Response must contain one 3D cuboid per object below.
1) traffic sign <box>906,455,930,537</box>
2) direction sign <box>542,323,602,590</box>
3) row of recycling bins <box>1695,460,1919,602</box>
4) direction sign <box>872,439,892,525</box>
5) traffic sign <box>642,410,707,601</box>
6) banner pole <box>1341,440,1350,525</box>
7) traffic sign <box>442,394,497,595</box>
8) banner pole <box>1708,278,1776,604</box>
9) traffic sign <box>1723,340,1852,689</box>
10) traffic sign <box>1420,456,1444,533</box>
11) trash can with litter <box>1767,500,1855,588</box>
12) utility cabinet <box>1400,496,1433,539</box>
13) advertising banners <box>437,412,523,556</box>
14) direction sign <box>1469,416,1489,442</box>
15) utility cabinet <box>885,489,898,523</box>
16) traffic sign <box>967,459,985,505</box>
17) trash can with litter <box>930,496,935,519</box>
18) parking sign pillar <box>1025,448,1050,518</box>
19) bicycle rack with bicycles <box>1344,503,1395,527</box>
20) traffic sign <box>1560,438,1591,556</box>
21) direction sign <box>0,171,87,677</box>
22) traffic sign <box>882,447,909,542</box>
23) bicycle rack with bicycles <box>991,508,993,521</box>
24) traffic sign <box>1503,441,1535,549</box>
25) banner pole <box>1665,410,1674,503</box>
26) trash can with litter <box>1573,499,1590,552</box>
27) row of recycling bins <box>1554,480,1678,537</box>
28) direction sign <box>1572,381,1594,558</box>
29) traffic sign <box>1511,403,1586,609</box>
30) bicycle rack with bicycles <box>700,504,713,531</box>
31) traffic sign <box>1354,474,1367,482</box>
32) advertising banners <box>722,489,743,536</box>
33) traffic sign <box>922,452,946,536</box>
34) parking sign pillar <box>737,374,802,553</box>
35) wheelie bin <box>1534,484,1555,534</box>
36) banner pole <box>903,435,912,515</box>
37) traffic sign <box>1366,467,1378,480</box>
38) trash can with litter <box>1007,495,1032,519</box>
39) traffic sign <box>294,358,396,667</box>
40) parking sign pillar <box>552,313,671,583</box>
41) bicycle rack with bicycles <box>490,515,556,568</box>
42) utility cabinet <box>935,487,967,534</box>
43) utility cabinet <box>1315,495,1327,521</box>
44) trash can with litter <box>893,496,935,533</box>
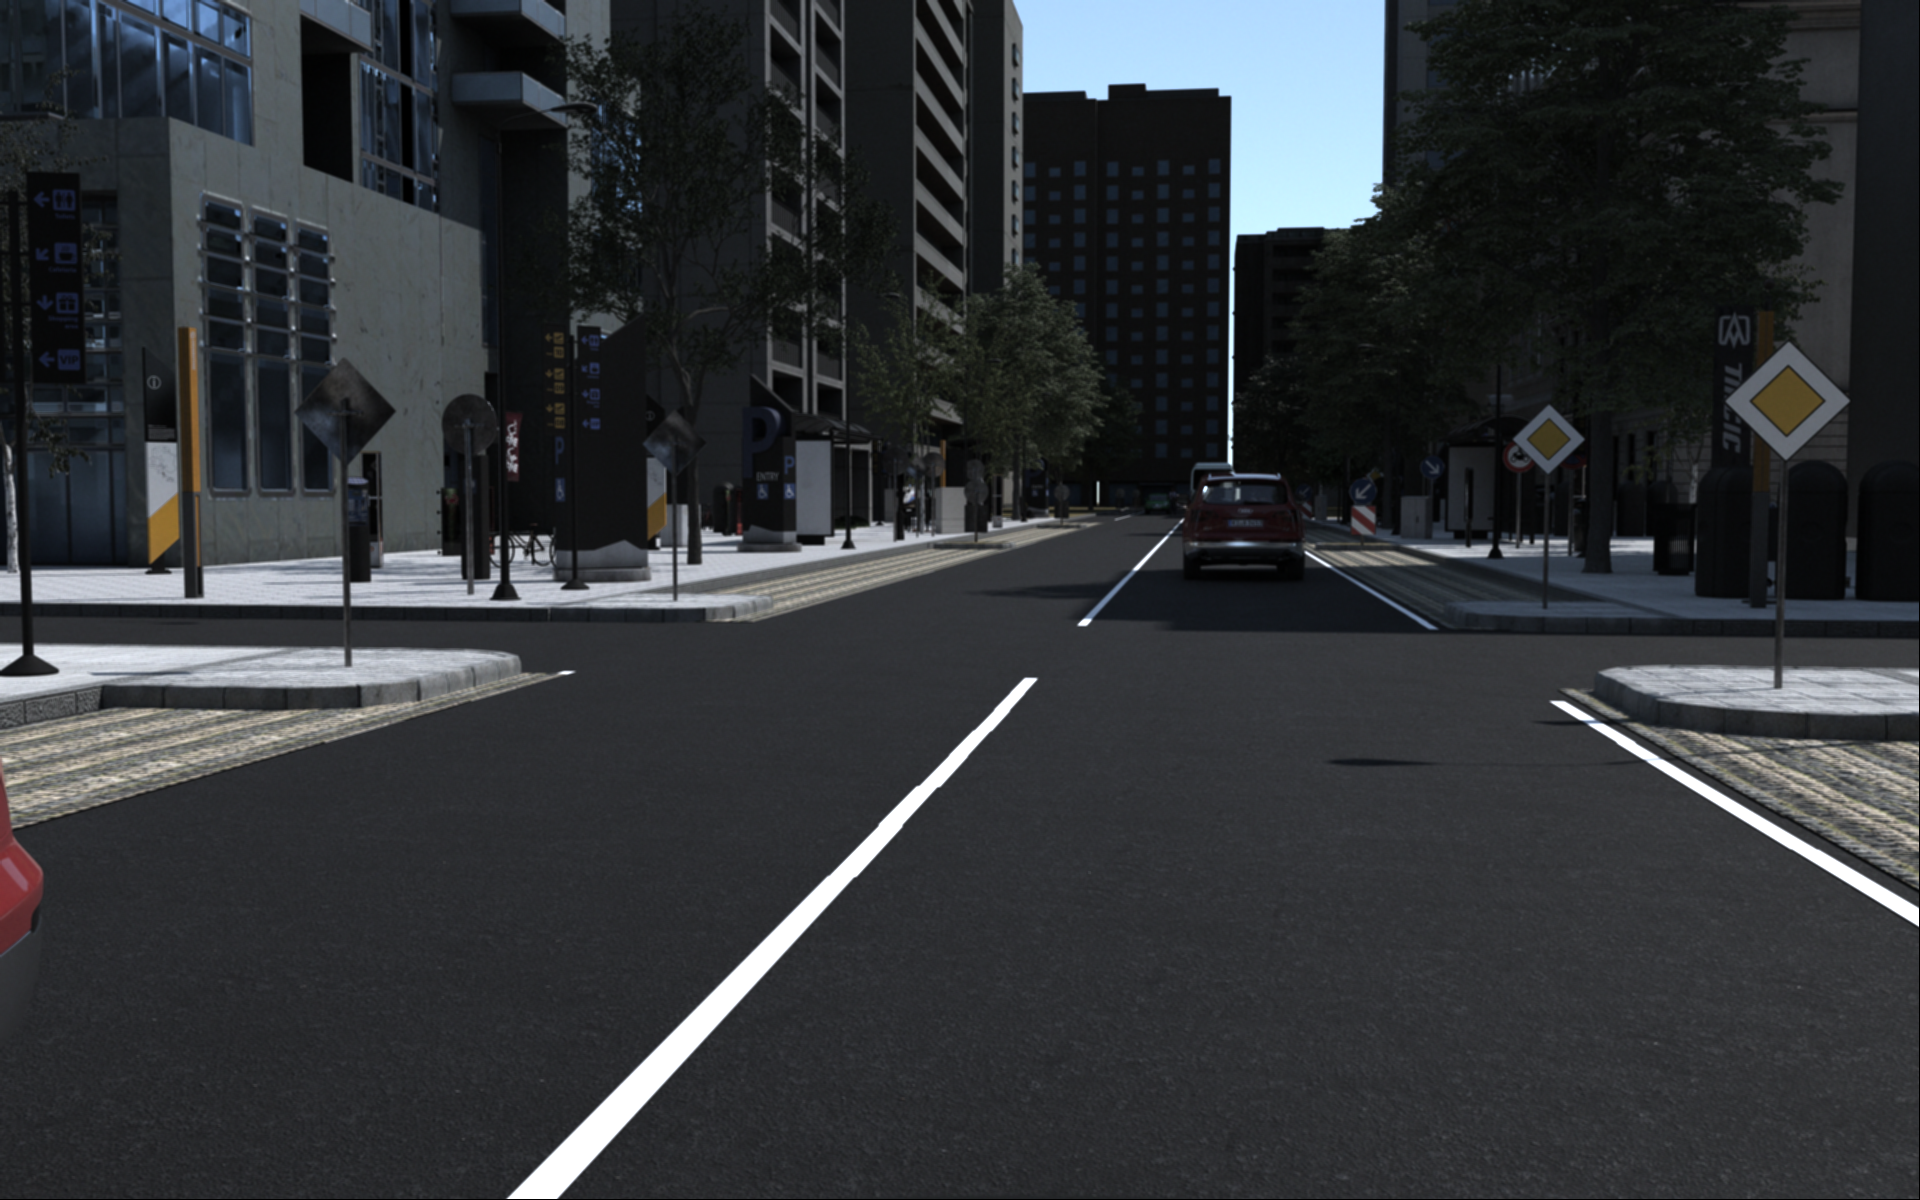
[{"bbox_3d":[-1.261,-3.058,51.180,0.795,2.450,0.064,1,4,17],"label":"traffic sign"},{"bbox_3d":[-5.188,-1.911,23.242,0.876,3.537,0.379,-3,5,-43],"label":"direction sign"},{"bbox_3d":[10.914,-0.858,21.135,3.534,1.692,1.069,1,4,18],"label":"row of recycling bins"},{"bbox_3d":[-3.285,-4.819,70.792,0.876,3.537,0.379,3,5,43],"label":"direction sign"},{"bbox_3d":[-3.412,-1.044,20.713,0.795,2.450,0.064,0,4,8],"label":"traffic sign"},{"bbox_3d":[15.879,-4.950,70.952,0.401,3.779,0.863,0,4,-1],"label":"banner pole"},{"bbox_3d":[-6.253,-1.343,22.057,0.768,2.556,0.104,1,4,13],"label":"traffic sign"},{"bbox_3d":[9.165,-1.847,20.220,0.863,3.779,0.401,0,4,-1],"label":"banner pole"},{"bbox_3d":[5.398,-0.473,11.371,0.795,2.450,0.064,0,4,8],"label":"traffic sign"},{"bbox_3d":[15.694,-3.516,57.592,0.768,2.556,0.104,1,4,16],"label":"traffic sign"},{"bbox_3d":[11.558,-0.791,23.997,2.233,1.210,1.678,2,4,28],"label":"trash can with litter"},{"bbox_3d":[13.125,-2.364,49.820,0.306,1.237,1.020,-2,4,-29],"label":"utility cabinet"},{"bbox_3d":[-10.031,-2.455,36.329,0.090,3.025,2.074,3,5,42],"label":"advertising banners"},{"bbox_3d":[15.051,-3.568,50.329,0.876,3.537,0.379,-3,4,-37],"label":"direction sign"},{"bbox_3d":[-2.736,-4.147,76.476,1.173,1.500,0.318,2,4,25],"label":"utility cabinet"},{"bbox_3d":[0.512,-3.869,63.366,0.768,2.556,0.104,1,4,11],"label":"traffic sign"},{"bbox_3d":[-1.200,-4.614,86.821,1.055,1.170,0.624,-3,4,-39],"label":"trash can with litter"},{"bbox_3d":[4.131,-6.434,93.673,1.447,3.967,1.447,2,4,26],"label":"parking sign pillar"},{"bbox_3d":[16.673,-3.303,67.394,2.852,0.926,2.925,-1,4,-17],"label":"bicycle rack with bicycles"},{"bbox_3d":[12.706,-2.195,35.998,0.768,2.556,0.104,1,4,11],"label":"traffic sign"},{"bbox_3d":[-6.636,-1.238,12.237,0.876,3.537,0.379,-1,4,-11],"label":"direction sign"},{"bbox_3d":[-1.749,-2.843,46.588,0.768,2.556,0.104,1,4,17],"label":"traffic sign"},{"bbox_3d":[0.205,-4.286,83.455,2.852,0.926,2.925,-1,4,-11],"label":"bicycle rack with bicycles"},{"bbox_3d":[13.120,-2.481,40.672,0.768,2.556,0.104,1,4,8],"label":"traffic sign"},{"bbox_3d":[19.348,-3.500,47.235,0.401,3.779,0.863,1,4,11],"label":"banner pole"},{"bbox_3d":[13.850,-1.665,38.614,0.624,1.170,1.055,1,4,14],"label":"trash can with litter"},{"bbox_3d":[19.872,-2.774,52.472,3.534,1.692,1.069,0,4,7],"label":"row of recycling bins"},{"bbox_3d":[12.656,-2.624,34.904,0.876,3.537,0.379,-2,4,-28],"label":"direction sign"},{"bbox_3d":[6.528,-0.956,19.276,0.795,2.450,0.064,0,4,8],"label":"traffic sign"},{"bbox_3d":[-9.839,-2.985,62.184,2.852,0.926,2.925,1,4,9],"label":"bicycle rack with bicycles"},{"bbox_3d":[21.383,-5.672,92.839,0.768,2.556,0.104,1,4,10],"label":"traffic sign"},{"bbox_3d":[-6.829,-3.495,53.338,0.090,3.025,2.074,1,4,19],"label":"advertising banners"},{"bbox_3d":[-0.820,-3.200,52.433,0.768,2.556,0.104,1,4,14],"label":"traffic sign"},{"bbox_3d":[-4.252,-3.061,38.514,1.447,3.967,1.447,3,5,39],"label":"parking sign pillar"},{"bbox_3d":[18.676,-2.904,55.389,0.980,1.594,0.693,1,4,23],"label":"wheelie bin"},{"bbox_3d":[-2.169,-4.962,71.151,0.401,3.779,0.863,-2,4,-33],"label":"banner pole"},{"bbox_3d":[17.193,-4.315,71.741,0.795,2.450,0.064,1,4,10],"label":"traffic sign"},{"bbox_3d":[2.888,-4.718,88.195,1.678,1.210,2.233,2,4,29],"label":"trash can with litter"},{"bbox_3d":[-4.543,-0.561,12.808,0.795,2.450,0.064,0,4,8],"label":"traffic sign"},{"bbox_3d":[-5.316,-2.272,25.624,1.447,3.967,1.447,-3,4,-36],"label":"parking sign pillar"},{"bbox_3d":[-7.045,-1.032,30.256,2.852,0.926,2.925,1,4,23],"label":"bicycle rack with bicycles"},{"bbox_3d":[-0.300,-2.874,55.672,0.318,1.500,1.173,3,5,43],"label":"utility cabinet"},{"bbox_3d":[17.498,-4.454,83.989,0.306,1.237,1.020,0,4,-7],"label":"utility cabinet"},{"bbox_3d":[-1.099,-2.864,57.885,1.678,1.210,2.233,-2,4,-35],"label":"trash can with litter"}]
